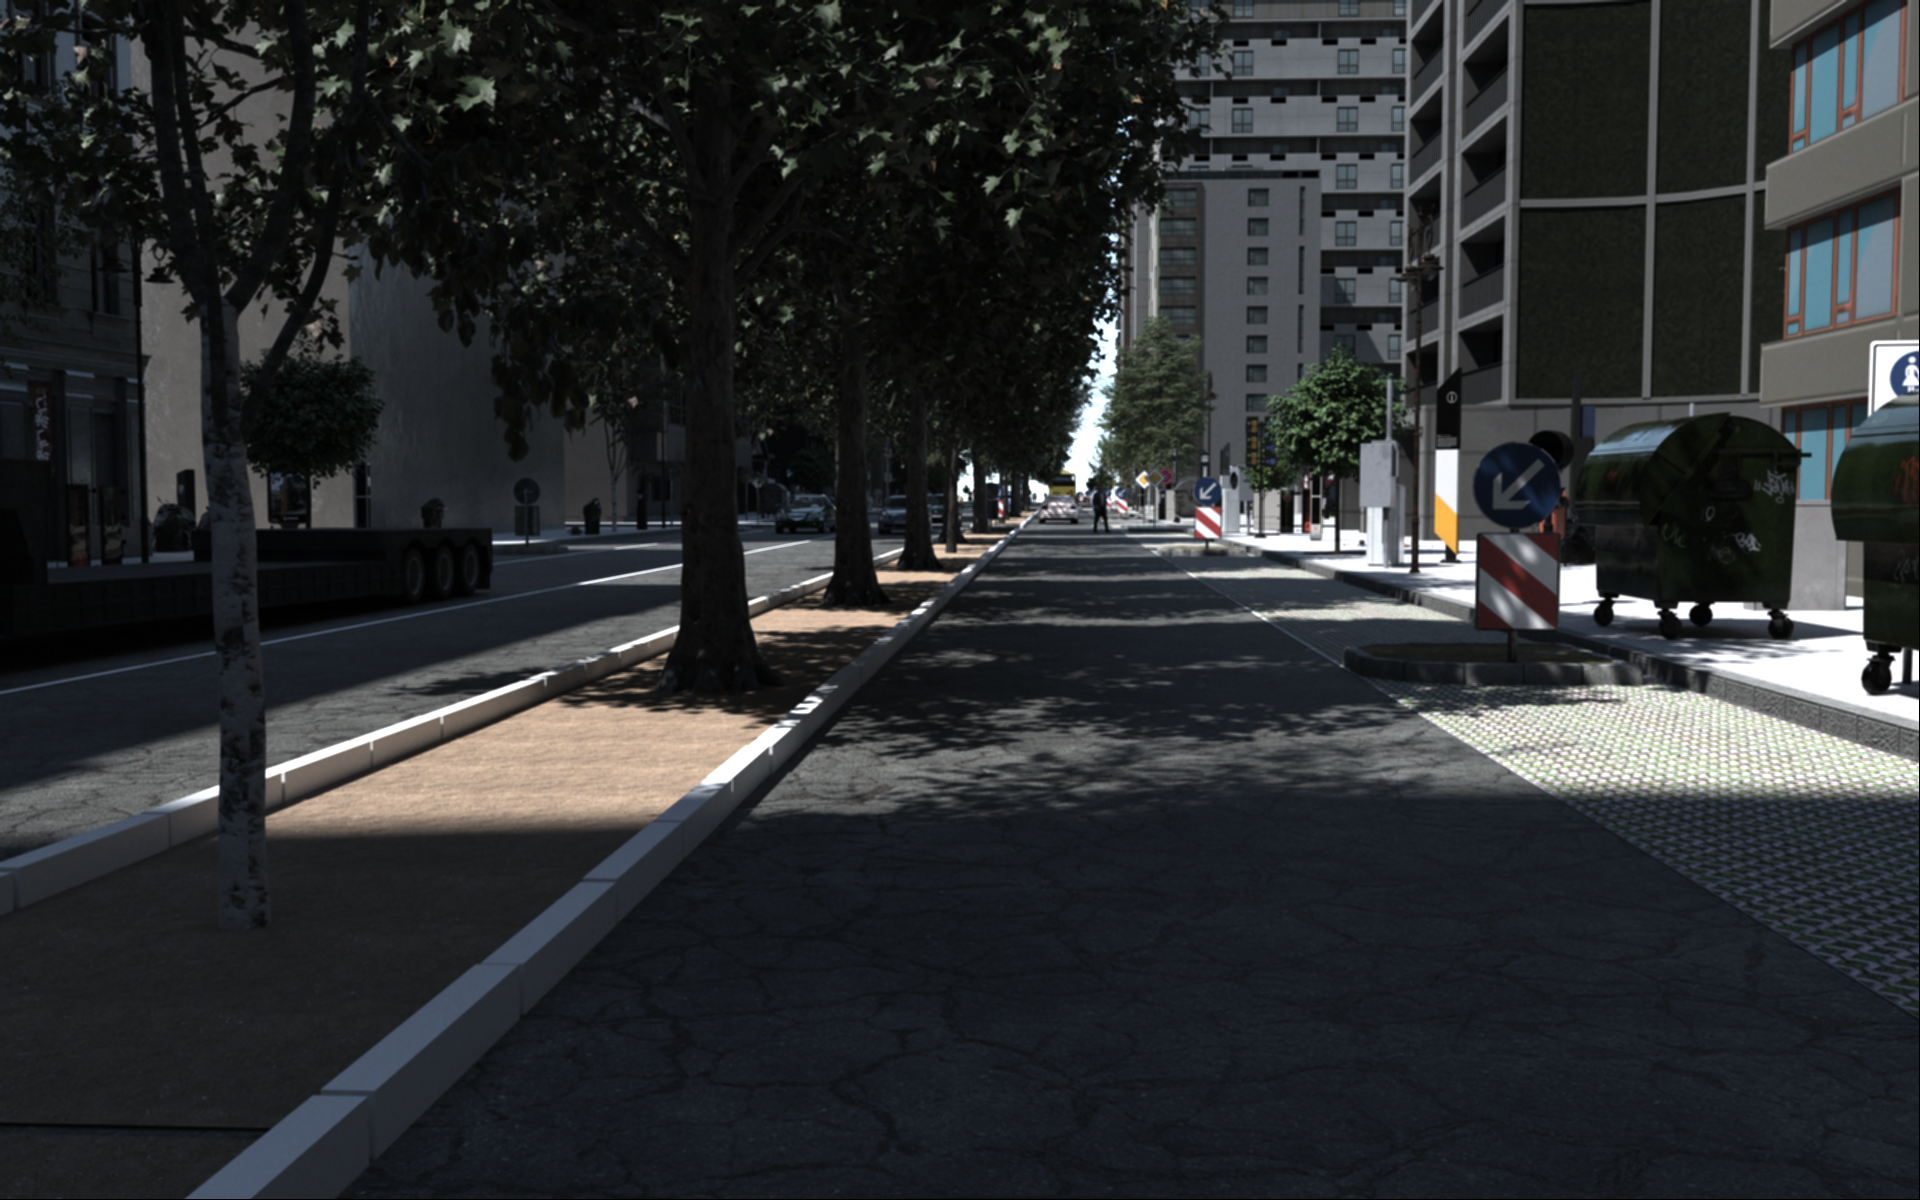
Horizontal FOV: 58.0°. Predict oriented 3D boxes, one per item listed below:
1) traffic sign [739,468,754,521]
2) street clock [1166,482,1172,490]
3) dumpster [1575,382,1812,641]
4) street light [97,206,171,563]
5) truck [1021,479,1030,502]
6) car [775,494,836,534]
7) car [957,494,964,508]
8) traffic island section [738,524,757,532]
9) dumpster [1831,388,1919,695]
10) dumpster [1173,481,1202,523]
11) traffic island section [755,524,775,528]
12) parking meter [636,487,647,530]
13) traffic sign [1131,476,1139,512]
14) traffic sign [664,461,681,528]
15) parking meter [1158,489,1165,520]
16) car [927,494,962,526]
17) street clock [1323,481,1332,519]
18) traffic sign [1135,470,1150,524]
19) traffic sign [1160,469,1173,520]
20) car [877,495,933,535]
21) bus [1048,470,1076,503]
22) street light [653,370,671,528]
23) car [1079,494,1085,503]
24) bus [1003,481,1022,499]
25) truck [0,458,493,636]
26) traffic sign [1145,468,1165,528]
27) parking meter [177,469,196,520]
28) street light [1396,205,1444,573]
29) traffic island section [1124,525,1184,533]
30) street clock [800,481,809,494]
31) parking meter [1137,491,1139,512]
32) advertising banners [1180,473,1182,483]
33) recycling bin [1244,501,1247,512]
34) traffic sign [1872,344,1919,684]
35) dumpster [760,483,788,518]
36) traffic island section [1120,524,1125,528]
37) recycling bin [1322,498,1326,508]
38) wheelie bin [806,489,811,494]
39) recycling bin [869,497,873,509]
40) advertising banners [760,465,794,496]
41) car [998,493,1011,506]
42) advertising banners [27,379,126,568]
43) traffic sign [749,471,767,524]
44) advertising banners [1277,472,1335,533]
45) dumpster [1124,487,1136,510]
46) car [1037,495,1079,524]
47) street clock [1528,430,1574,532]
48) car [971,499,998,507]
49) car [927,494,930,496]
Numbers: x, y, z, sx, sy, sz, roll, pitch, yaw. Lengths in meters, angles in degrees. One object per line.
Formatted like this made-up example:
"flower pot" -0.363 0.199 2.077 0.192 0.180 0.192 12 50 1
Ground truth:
"traffic sign" -10.275 -5.088 83.299 0.768 2.556 0.104 1 4 10
"street clock" 11.499 -5.563 95.518 0.358 2.002 0.471 -1 4 -11
"dumpster" 6.709 -0.823 15.952 1.502 2.255 1.985 0 4 3
"street light" -13.334 -3.388 28.175 0.468 5.910 1.993 0 4 3
"truck" 9.942 -17.892 282.291 2.967 4.110 18.799 0 4 3
"car" -5.684 -3.218 64.404 2.131 1.459 4.920 0 4 4
"car" -0.530 -9.857 171.393 2.015 1.641 3.980 0 4 3
"traffic island section" -9.145 -2.697 66.370 2.009 0.180 2.903 0 4 3
"dumpster" 6.300 -0.470 10.176 1.502 2.255 1.985 0 4 3
"dumpster" 10.161 -4.354 76.954 1.264 1.857 1.865 0 4 3
"traffic island section" -8.695 -3.184 74.342 2.009 0.180 2.903 0 4 3
"parking meter" -11.469 -3.304 62.439 0.372 1.533 0.369 0 3 0
"traffic sign" 12.387 -7.420 121.416 0.768 2.556 0.104 1 4 9
"traffic sign" -11.047 -4.048 66.283 0.768 2.556 0.104 1 4 9
"parking meter" 10.207 -4.830 87.384 0.372 1.533 0.369 0 3 0
"car" -0.875 -4.056 76.097 2.009 1.686 4.222 0 4 5
"street clock" 18.927 -5.185 89.344 0.471 2.002 0.358 -2 4 -26
"traffic sign" 7.796 -4.262 73.333 0.795 2.450 0.064 0 4 3
"traffic sign" 10.308 -5.312 86.949 0.768 2.556 0.104 1 4 10
"car" -1.963 -3.104 62.746 2.014 1.417 4.499 0 4 2
"bus" 10.369 -11.323 176.677 2.896 3.916 12.252 0 4 2
"street light" -11.111 -5.627 64.788 0.468 5.910 1.993 0 4 3
"car" 19.052 -16.164 274.503 2.015 1.641 3.980 0 4 2
"bus" 6.201 -13.363 213.336 2.948 3.499 13.247 0 4 3
"truck" -8.572 -1.587 15.698 2.967 4.110 18.799 0 4 4
"traffic sign" 7.346 -3.775 65.360 0.795 2.450 0.064 0 4 3
"parking meter" -18.409 -2.171 41.215 0.399 1.863 0.255 2 4 32
"street light" 7.403 -3.378 28.018 0.468 5.910 1.993 0 4 3
"traffic island section" 7.370 -2.639 65.436 2.009 0.180 2.903 0 4 3
"street clock" -8.865 -5.777 99.030 0.471 2.002 0.358 -1 4 -19
"parking meter" 13.120 -7.252 126.979 0.372 1.533 0.369 0 3 0
"advertising banners" 15.963 -7.802 123.749 0.090 3.025 2.074 2 4 24
"recycling bin" 20.155 -6.849 124.538 0.722 1.027 0.722 -1 4 -16
"traffic sign" 6.396 -0.581 11.629 0.606 2.300 0.079 1 4 10
"dumpster" -9.876 -5.274 91.986 1.264 1.857 1.865 0 4 3
"traffic island section" 7.820 -3.127 73.409 2.009 0.180 2.903 0 4 3
"recycling bin" 22.065 -5.716 106.009 0.722 1.027 0.722 0 4 1
"wheelie bin" -9.105 -5.750 101.927 0.693 1.594 0.980 1 4 19
"recycling bin" -7.844 -8.170 146.131 0.722 1.027 0.722 -3 4 -36
"advertising banners" -11.046 -6.637 104.699 2.074 3.025 0.090 0 4 5
"car" 4.738 -10.459 180.593 1.945 1.707 3.694 0 4 5
"advertising banners" -13.999 -1.914 27.489 0.090 3.025 2.074 1 4 12
"traffic sign" -8.671 -4.320 74.279 0.795 2.450 0.064 0 4 3
"advertising banners" 11.374 -3.688 56.487 2.074 3.025 0.090 0 4 -8
"dumpster" 13.919 -8.399 143.082 1.264 1.857 1.865 0 4 3
"car" 4.792 -4.411 84.487 2.083 1.381 4.827 0 4 2
"street clock" 6.726 -0.931 19.799 0.358 2.002 0.471 -3 5 -44
"car" 1.906 -7.444 131.498 2.009 1.686 4.222 0 4 4
"car" -3.367 -9.600 165.748 1.959 1.807 4.718 0 4 4
